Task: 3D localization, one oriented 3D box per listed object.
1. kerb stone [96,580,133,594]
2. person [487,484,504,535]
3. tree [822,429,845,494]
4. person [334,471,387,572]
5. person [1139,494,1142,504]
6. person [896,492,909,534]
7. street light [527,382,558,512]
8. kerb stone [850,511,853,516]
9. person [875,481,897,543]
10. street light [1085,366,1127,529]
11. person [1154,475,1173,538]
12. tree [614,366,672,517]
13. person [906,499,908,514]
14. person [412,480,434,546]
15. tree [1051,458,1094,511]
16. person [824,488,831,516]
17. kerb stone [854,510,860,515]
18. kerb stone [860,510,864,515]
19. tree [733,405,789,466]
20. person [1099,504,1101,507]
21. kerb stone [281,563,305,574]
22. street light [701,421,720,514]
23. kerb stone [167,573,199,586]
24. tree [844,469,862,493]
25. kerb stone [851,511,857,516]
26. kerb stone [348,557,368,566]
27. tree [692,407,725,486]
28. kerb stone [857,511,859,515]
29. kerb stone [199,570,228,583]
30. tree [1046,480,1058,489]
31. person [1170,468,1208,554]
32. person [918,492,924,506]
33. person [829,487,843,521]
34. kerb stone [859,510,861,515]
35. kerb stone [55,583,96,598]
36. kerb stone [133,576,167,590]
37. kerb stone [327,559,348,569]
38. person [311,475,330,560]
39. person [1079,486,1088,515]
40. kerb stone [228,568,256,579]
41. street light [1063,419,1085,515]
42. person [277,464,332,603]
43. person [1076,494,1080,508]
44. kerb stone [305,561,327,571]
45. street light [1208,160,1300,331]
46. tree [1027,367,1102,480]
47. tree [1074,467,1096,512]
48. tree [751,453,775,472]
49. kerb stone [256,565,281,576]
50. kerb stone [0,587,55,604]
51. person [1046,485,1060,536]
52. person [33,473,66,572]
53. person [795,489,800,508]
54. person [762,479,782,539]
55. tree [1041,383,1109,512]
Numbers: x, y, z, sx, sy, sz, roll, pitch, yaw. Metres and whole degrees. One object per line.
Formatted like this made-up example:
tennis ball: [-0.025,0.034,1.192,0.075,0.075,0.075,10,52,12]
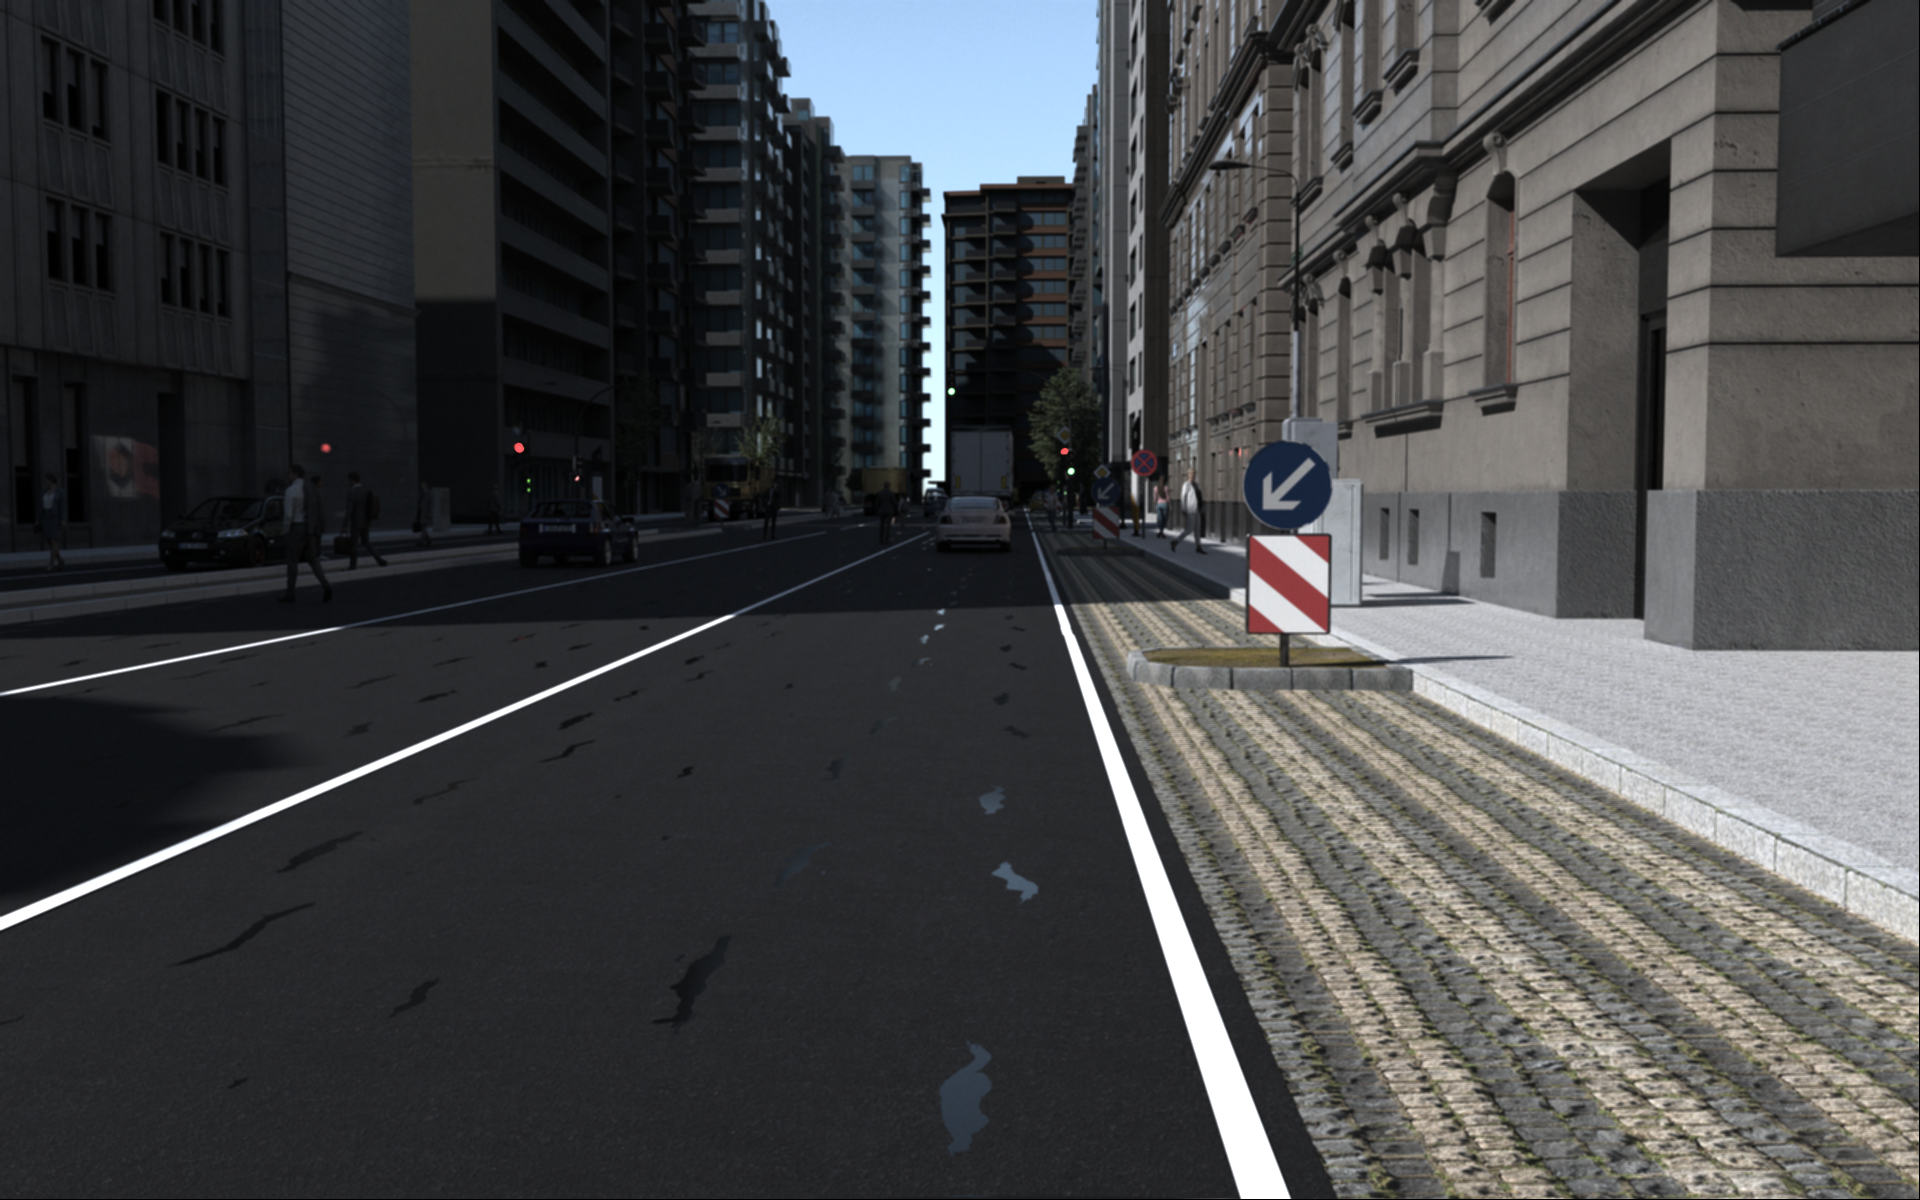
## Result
kerb stone: [-12.380,-0.182,25.187,0.120,0.150,1.000,0,4,2]
person: [-16.467,-3.219,61.526,0.661,1.777,0.834,3,4,37]
tree: [-15.013,-14.980,195.278,4.360,8.622,3.978,0,3,0]
person: [-10.632,-1.361,30.714,0.822,1.834,0.622,1,4,14]
person: [12.076,-6.387,114.734,0.475,1.303,0.640,0,4,6]
person: [-2.084,-3.100,61.786,0.523,1.515,0.503,-1,4,-16]
street light: [-17.331,-6.070,71.784,1.470,5.913,1.316,0,4,2]
kerb stone: [-7.256,-5.535,112.722,0.120,0.150,1.000,0,4,2]
person: [-2.143,-2.582,50.897,0.661,1.801,0.590,1,4,14]
street light: [5.409,-5.540,63.125,1.470,5.913,1.316,0,4,2]
person: [5.903,-2.703,50.246,0.555,1.821,0.388,1,4,18]
tree: [-18.426,-9.016,97.770,4.737,8.622,4.395,0,3,0]
person: [-3.984,-7.205,126.563,0.793,1.790,0.793,-3,4,-39]
person: [-14.833,-2.400,47.847,0.694,1.812,0.767,2,4,32]
tree: [8.479,-8.974,130.438,4.285,4.588,4.351,0,3,0]
person: [-8.102,-5.999,106.791,0.583,1.804,0.606,-3,5,-43]
kerb stone: [-7.080,-5.848,117.843,0.120,0.150,1.000,0,4,2]
kerb stone: [-6.936,-6.100,121.934,0.120,0.150,1.000,0,4,2]
tree: [-16.313,-11.778,142.935,4.737,8.622,4.395,0,3,0]
person: [12.320,-8.801,153.169,0.599,1.433,0.991,-2,4,-32]
kerb stone: [-12.167,-0.559,31.334,0.120,0.150,1.000,0,4,2]
street light: [-15.963,-8.438,110.502,1.470,5.913,1.316,0,4,2]
kerb stone: [-12.310,-0.308,27.232,0.120,0.150,1.000,0,4,2]
tree: [-13.325,-14.721,224.405,4.285,4.588,4.351,0,3,0]
kerb stone: [-7.145,-5.724,115.797,0.120,0.150,1.000,0,4,2]
kerb stone: [-12.066,-0.747,34.413,0.120,0.150,1.000,0,4,2]
tree: [-21.776,-11.821,143.634,4.360,8.622,3.978,0,3,0]
kerb stone: [-7.108,-5.788,116.821,0.120,0.150,1.000,0,4,2]
kerb stone: [-12.267,-0.371,28.259,0.120,0.150,1.000,0,4,2]
tree: [11.846,-14.007,223.616,1.663,3.219,1.824,0,3,0]
person: [4.916,-1.908,37.124,0.818,1.842,0.514,1,4,22]
person: [-4.604,-12.196,208.616,0.721,1.743,1.217,-3,5,-44]
person: [-6.576,-5.065,91.664,0.694,1.780,0.624,-2,4,-32]
kerb stone: [-7.049,-5.909,118.869,0.120,0.150,1.000,0,4,2]
kerb stone: [-12.411,-0.120,24.152,0.120,0.150,1.000,0,4,2]
kerb stone: [-12.347,-0.241,26.208,0.120,0.150,1.000,0,4,2]
kerb stone: [-12.098,-0.682,33.391,0.120,0.150,1.000,0,4,2]
person: [-14.097,-1.790,37.608,0.795,1.843,0.661,-1,4,-9]
person: [7.477,-6.029,105.031,0.576,1.772,0.534,3,5,39]
kerb stone: [-12.234,-0.434,29.285,0.120,0.150,1.000,0,4,2]
street light: [7.065,-8.235,107.179,1.470,5.913,1.316,0,4,2]
person: [-8.675,-0.877,22.939,0.850,1.850,0.679,1,4,22]
person: [10.866,-9.366,159.182,1.348,1.824,0.705,1,4,11]
kerb stone: [-12.129,-0.621,32.355,0.120,0.150,1.000,0,4,2]
street light: [4.159,-3.163,24.264,1.470,5.913,1.316,0,4,2]
tree: [9.458,-14.500,155.201,7.486,12.596,7.792,0,3,0]
tree: [9.195,-7.942,124.456,1.663,3.219,1.824,0,3,0]
tree: [-16.408,-9.429,137.882,4.285,4.588,4.351,0,3,0]
kerb stone: [-12.208,-0.491,30.313,0.120,0.150,1.000,0,4,2]
kerb stone: [-12.454,-0.053,23.130,0.120,0.150,1.000,0,4,2]
person: [3.179,-3.059,59.188,0.598,1.740,0.731,-3,5,-43]
person: [-16.837,-1.448,32.192,0.581,1.822,0.654,1,4,17]
person: [-15.001,-9.380,160.082,0.551,1.740,0.621,2,4,29]
person: [-5.967,-2.882,54.980,0.648,1.900,0.474,-1,4,-15]
tree: [7.765,-10.031,114.372,4.360,8.622,3.978,0,3,0]
